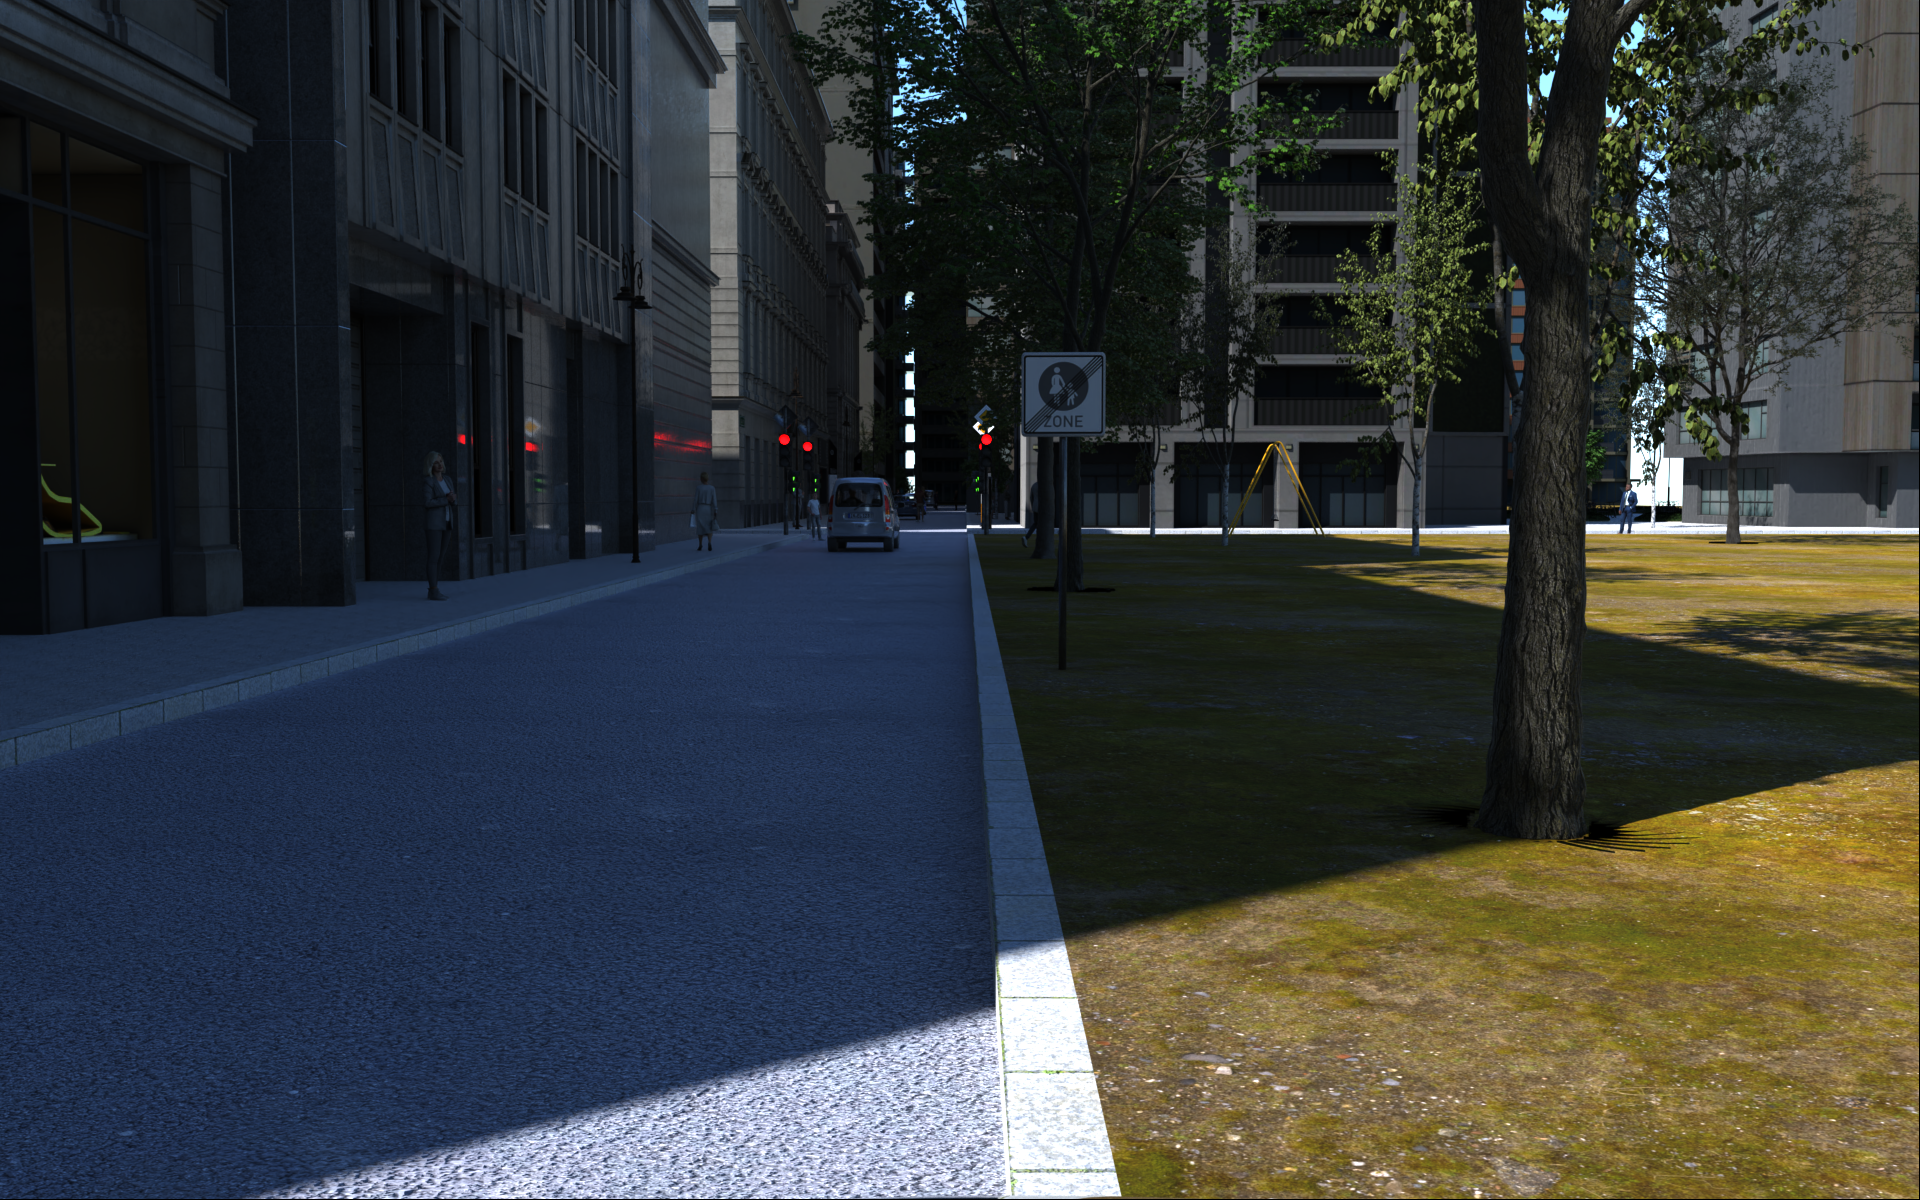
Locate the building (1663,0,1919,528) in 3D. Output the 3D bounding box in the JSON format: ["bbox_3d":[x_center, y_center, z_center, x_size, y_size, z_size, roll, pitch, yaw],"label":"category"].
[{"bbox_3d":[38.123,-23.579,69.106,14.086,41.232,14.154,0,4,0],"label":"building"}]

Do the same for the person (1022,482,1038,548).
[{"bbox_3d":[1.869,-2.170,41.365,0.795,1.843,0.661,-2,4,-35],"label":"person"}]

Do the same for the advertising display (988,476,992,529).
[{"bbox_3d":[1.112,-3.570,63.584,0.123,1.923,0.974,0,4,3],"label":"advertising display"}]

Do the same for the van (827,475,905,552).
[{"bbox_3d":[-2.448,-2.289,44.430,2.013,2.044,4.112,0,4,1],"label":"van"}]

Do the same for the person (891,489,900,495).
[{"bbox_3d":[-5.371,-8.466,145.262,0.742,1.727,0.445,-1,4,-10],"label":"person"}]

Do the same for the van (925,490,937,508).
[{"bbox_3d":[-3.262,-10.548,179.474,2.013,2.044,4.112,0,4,2],"label":"van"}]

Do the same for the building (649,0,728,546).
[{"bbox_3d":[-19.119,-12.521,46.522,24.055,21.916,13.314,0,4,0],"label":"building"}]

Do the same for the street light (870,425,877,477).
[{"bbox_3d":[-5.778,-8.742,115.720,0.468,5.910,1.993,0,4,0],"label":"street light"}]

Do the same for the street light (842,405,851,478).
[{"bbox_3d":[-5.850,-7.143,89.570,0.468,5.910,1.993,0,4,0],"label":"street light"}]

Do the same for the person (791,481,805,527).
[{"bbox_3d":[-6.257,-3.720,67.045,0.466,1.800,0.511,2,4,26],"label":"person"}]

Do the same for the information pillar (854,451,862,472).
[{"bbox_3d":[-5.520,-6.280,94.026,0.504,3.616,0.183,2,4,31],"label":"information pillar"}]

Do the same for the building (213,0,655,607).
[{"bbox_3d":[-12.994,-12.899,28.921,12.078,24.808,19.932,0,4,0],"label":"building"}]

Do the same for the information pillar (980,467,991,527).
[{"bbox_3d":[1.018,-4.705,68.288,0.504,3.616,0.183,-3,5,-44],"label":"information pillar"}]

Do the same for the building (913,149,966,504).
[{"bbox_3d":[4.703,-37.213,232.131,21.600,48.544,21.300,0,4,0],"label":"building"}]

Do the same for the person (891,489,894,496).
[{"bbox_3d":[-6.150,-9.135,156.223,1.217,1.723,0.721,-3,5,-41],"label":"person"}]

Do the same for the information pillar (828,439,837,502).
[{"bbox_3d":[-5.443,-5.056,74.021,0.183,3.616,0.504,3,4,36],"label":"information pillar"}]

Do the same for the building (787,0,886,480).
[{"bbox_3d":[-17.531,-32.064,147.952,21.300,48.544,21.600,0,4,0],"label":"building"}]

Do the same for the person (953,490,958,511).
[{"bbox_3d":[-0.431,-8.662,150.637,0.721,1.766,1.217,1,4,13],"label":"person"}]

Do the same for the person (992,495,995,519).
[{"bbox_3d":[1.639,-4.801,89.547,0.382,1.210,0.505,1,4,15],"label":"person"}]

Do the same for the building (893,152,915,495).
[{"bbox_3d":[-21.322,-37.540,233.384,30.456,49.044,23.786,0,4,0],"label":"building"}]

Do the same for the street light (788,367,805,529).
[{"bbox_3d":[-5.930,-5.513,62.918,0.468,5.910,1.993,0,4,0],"label":"street light"}]

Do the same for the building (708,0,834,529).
[{"bbox_3d":[-15.935,-18.830,84.279,17.030,29.872,44.131,0,4,0],"label":"building"}]

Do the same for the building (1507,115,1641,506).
[{"bbox_3d":[63.629,-33.417,200.996,28.867,44.769,22.147,0,4,0],"label":"building"}]

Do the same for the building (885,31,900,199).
[{"bbox_3d":[-21.091,-37.216,197.712,27.495,52.752,28.713,0,4,0],"label":"building"}]

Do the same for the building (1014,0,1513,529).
[{"bbox_3d":[12.786,-38.787,72.426,20.611,71.187,20.563,0,4,0],"label":"building"}]

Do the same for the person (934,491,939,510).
[{"bbox_3d":[-2.124,-8.963,155.958,0.541,1.710,0.530,-2,4,-26],"label":"person"}]

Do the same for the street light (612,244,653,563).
[{"bbox_3d":[-6.064,-3.635,32.227,0.468,5.910,1.993,0,4,0],"label":"street light"}]

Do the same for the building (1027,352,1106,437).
[{"bbox_3d":[15.010,-33.919,96.567,21.231,58.520,28.212,0,4,0],"label":"building"}]

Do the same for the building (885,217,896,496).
[{"bbox_3d":[-13.528,-24.135,166.314,14.160,30.474,14.107,0,4,0],"label":"building"}]

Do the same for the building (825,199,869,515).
[{"bbox_3d":[-13.462,-16.942,118.801,13.314,21.916,24.055,0,4,0],"label":"building"}]

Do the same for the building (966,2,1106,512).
[{"bbox_3d":[7.484,-27.071,126.209,14.154,41.232,14.086,0,4,0],"label":"building"}]

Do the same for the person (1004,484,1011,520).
[{"bbox_3d":[2.365,-4.820,85.396,0.362,1.759,0.519,2,4,24],"label":"person"}]
